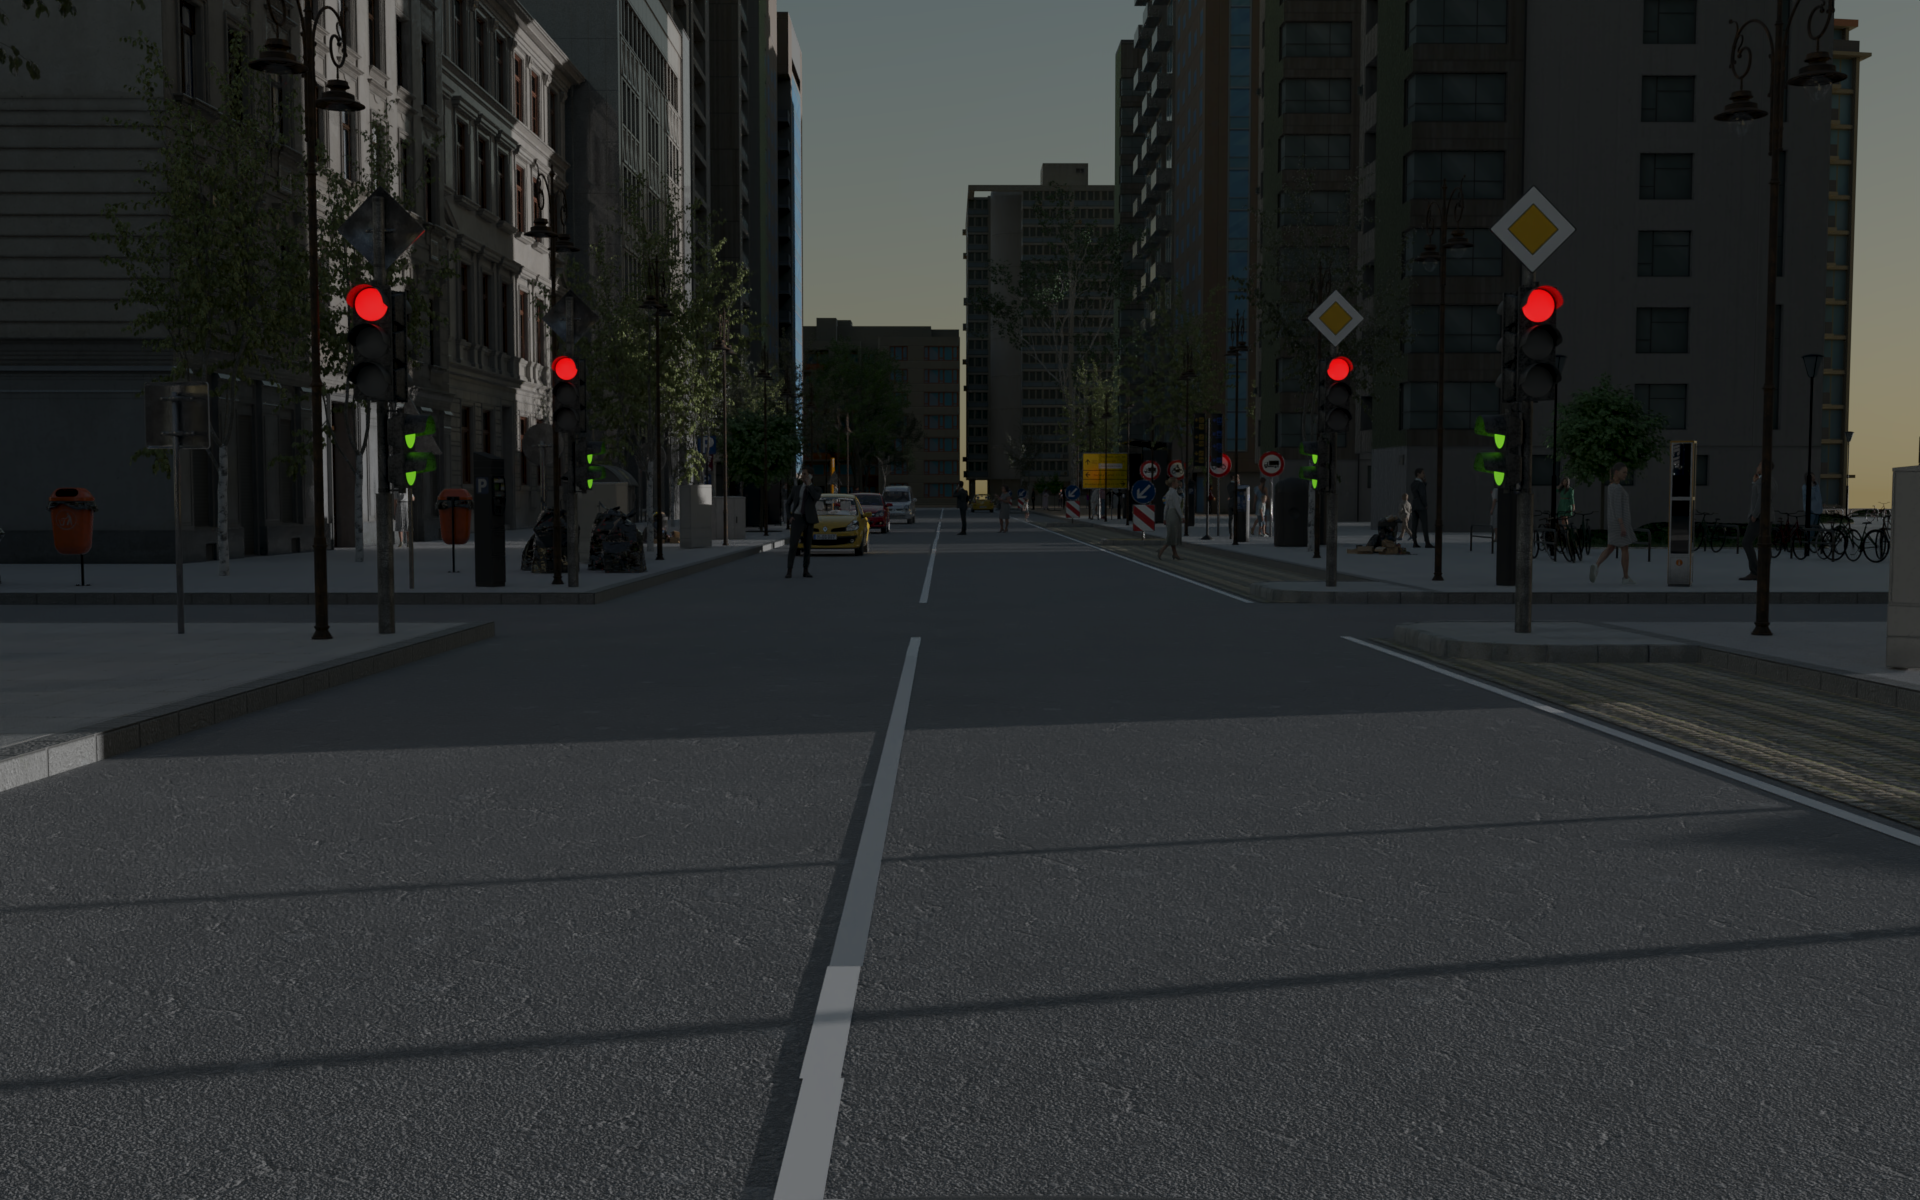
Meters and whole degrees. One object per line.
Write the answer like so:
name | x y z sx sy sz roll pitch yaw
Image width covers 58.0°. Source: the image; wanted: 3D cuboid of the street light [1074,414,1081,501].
street light | 6.659 -7.658 98.001 0.468 5.910 1.993 0 4 0

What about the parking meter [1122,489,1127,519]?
parking meter | 8.625 -4.990 90.004 0.372 1.533 0.369 0 3 0

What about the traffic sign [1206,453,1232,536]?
traffic sign | 7.901 -3.231 52.933 0.768 2.556 0.104 0 4 7

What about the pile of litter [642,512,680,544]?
pile of litter | -7.645 -1.921 45.381 1.176 0.858 1.719 3 5 45

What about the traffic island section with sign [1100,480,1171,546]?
traffic island section with sign | 4.968 -2.451 48.696 1.989 1.847 2.006 0 4 0

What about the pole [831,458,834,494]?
pole | -7.202 -6.371 98.001 0.158 3.312 0.155 0 3 0

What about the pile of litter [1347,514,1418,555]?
pile of litter | 9.005 -1.411 37.028 1.176 0.858 1.719 -1 4 -18

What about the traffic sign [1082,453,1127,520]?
traffic sign | 7.132 -5.575 85.023 2.265 3.308 0.079 0 4 3

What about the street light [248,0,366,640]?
street light | -5.651 -2.592 15.164 0.468 5.910 1.993 0 4 0

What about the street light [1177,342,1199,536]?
street light | 6.929 -4.897 52.860 0.468 5.910 1.993 0 4 0

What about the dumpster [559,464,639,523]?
dumpster | -7.081 -1.727 33.995 1.264 1.857 1.865 0 4 -1

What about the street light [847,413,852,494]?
street light | -6.393 -7.691 98.542 0.468 5.910 1.993 0 4 0

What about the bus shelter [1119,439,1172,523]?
bus shelter | 8.177 -5.204 76.365 1.731 3.624 6.357 0 4 0

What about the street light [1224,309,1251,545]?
street light | 6.937 -4.321 43.438 0.468 5.910 1.993 0 4 0

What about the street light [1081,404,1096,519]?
street light | 6.679 -7.110 89.038 0.468 5.910 1.993 0 4 0

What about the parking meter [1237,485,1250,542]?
parking meter | 7.537 -2.312 46.219 0.372 1.533 0.369 0 3 0

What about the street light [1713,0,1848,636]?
street light | 7.301 -2.618 15.590 0.468 5.910 1.993 0 4 0

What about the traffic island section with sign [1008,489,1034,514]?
traffic island section with sign | 4.360 -7.175 125.938 1.989 1.847 2.006 0 4 0

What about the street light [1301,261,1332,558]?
street light | 7.155 -3.777 34.540 0.468 5.910 1.993 0 4 0

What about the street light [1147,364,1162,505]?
street light | 6.874 -5.446 61.833 0.468 5.910 1.993 0 4 0

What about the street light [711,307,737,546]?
street light | -5.850 -4.299 43.073 0.468 5.910 1.993 0 4 0

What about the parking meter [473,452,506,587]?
parking meter | -6.500 -1.116 23.955 0.399 1.863 0.255 2 4 28

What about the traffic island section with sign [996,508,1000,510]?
traffic island section with sign | 4.145 -8.832 153.037 1.989 1.847 2.006 0 4 0

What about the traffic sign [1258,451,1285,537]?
traffic sign | 9.233 -3.138 51.408 0.768 2.556 0.104 0 4 4

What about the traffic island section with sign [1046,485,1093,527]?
traffic island section with sign | 4.763 -4.099 75.651 1.989 1.847 2.006 0 4 0

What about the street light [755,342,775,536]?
street light | -5.943 -4.901 52.923 0.468 5.910 1.993 0 4 0

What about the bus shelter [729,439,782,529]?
bus shelter | -7.669 -4.617 66.768 1.731 3.624 6.357 0 4 0

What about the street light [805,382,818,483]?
street light | -6.100 -6.028 71.344 0.468 5.910 1.993 0 4 0

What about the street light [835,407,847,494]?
street light | -6.291 -7.147 89.643 0.468 5.910 1.993 0 4 0

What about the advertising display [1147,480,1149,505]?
advertising display | 7.415 -3.817 67.615 0.123 1.923 0.974 1 4 12

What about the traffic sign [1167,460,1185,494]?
traffic sign | 8.027 -3.908 63.999 0.768 2.556 0.104 0 4 3

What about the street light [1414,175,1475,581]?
street light | 7.088 -3.224 25.504 0.468 5.910 1.993 0 4 0

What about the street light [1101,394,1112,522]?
street light | 6.759 -6.566 80.138 0.468 5.910 1.993 0 4 0

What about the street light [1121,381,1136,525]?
street light | 6.862 -5.990 70.732 0.468 5.910 1.993 0 4 0

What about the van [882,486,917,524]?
van | -3.071 -4.722 84.209 2.013 2.044 4.112 0 4 1

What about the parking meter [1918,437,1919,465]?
parking meter | 8.299 -0.546 14.633 0.255 1.863 0.399 -3 4 -37

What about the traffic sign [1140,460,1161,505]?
traffic sign | 7.150 -3.977 65.130 0.768 2.556 0.104 1 4 9

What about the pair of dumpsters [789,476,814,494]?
pair of dumpsters | -7.849 -5.075 85.467 1.574 2.255 4.437 0 4 0

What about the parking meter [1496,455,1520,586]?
parking meter | 7.745 -1.135 24.272 0.399 1.863 0.255 -2 4 -31

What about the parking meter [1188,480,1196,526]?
parking meter | 9.117 -3.848 68.622 0.399 1.863 0.255 -1 4 -13

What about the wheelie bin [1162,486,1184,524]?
wheelie bin | 8.823 -3.878 71.307 0.980 1.594 0.693 -2 4 -30

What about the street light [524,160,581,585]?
street light | -5.720 -3.160 24.450 0.468 5.910 1.993 0 4 0

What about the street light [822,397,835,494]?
street light | -6.235 -6.603 80.743 0.468 5.910 1.993 0 4 0

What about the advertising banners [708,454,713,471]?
advertising banners | -8.270 -3.590 54.890 0.090 3.025 2.074 -2 4 -34

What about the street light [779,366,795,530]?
street light | -6.213 -5.484 62.443 0.468 5.910 1.993 0 4 0

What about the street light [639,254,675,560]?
street light | -5.847 -3.717 33.567 0.468 5.910 1.993 0 4 0

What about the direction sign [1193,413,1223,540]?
direction sign | 6.949 -3.461 48.585 0.876 3.537 0.379 -1 4 -16
